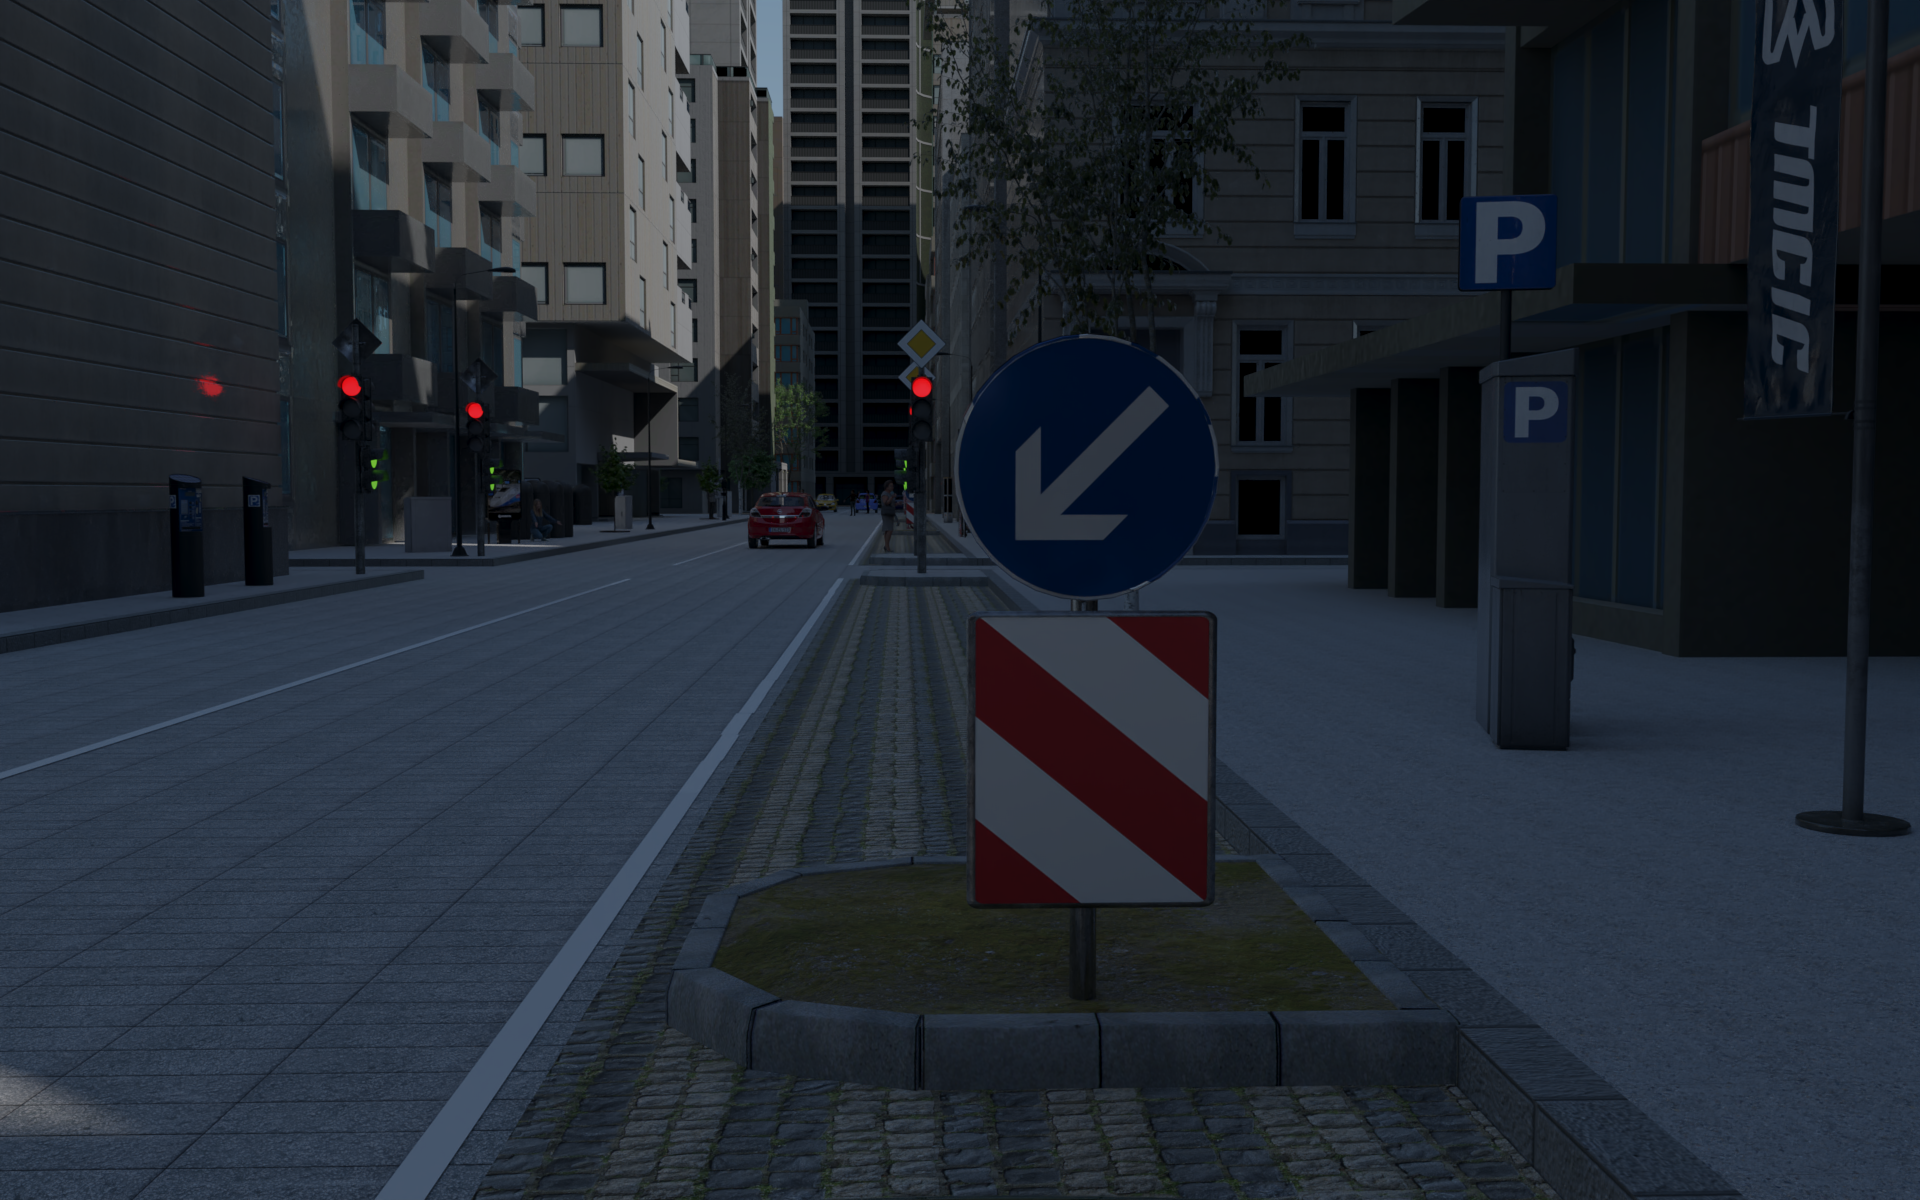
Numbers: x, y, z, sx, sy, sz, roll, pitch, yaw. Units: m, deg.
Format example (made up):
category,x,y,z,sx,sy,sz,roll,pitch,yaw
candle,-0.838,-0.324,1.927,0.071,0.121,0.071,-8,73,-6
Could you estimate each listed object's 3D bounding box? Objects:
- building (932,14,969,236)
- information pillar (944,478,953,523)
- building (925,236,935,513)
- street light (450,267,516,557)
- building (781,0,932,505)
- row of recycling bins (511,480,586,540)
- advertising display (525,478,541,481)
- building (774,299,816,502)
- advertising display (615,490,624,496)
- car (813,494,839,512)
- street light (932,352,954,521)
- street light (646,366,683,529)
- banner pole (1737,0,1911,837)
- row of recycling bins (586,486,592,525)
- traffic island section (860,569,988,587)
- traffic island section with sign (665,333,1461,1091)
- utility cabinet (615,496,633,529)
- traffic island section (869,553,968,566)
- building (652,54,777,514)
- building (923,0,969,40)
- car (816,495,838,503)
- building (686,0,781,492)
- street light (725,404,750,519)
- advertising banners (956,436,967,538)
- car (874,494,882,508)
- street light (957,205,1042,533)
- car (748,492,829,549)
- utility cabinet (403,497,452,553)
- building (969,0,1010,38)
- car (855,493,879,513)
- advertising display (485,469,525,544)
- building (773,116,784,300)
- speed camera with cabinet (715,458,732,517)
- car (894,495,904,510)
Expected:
category,x,y,z,sx,sy,sz,roll,pitch,yaw
building,4.539,-28.651,152.031,14.154,41.232,14.086,0,4,-2
information pillar,-0.528,-4.454,77.313,0.304,2.012,0.304,-3,4,-38
building,11.401,-17.503,131.215,27.650,21.520,28.899,0,4,-2
street light,-9.769,-3.852,35.516,1.470,5.913,1.316,0,4,-2
building,-9.810,-46.767,202.899,20.611,71.187,20.563,0,4,-2
row of recycling bins,-12.135,-2.629,50.096,1.069,1.692,3.534,1,4,11
advertising display,-17.147,-3.890,68.809,0.974,1.923,0.123,0,4,-5
building,-29.634,-20.050,172.864,28.899,21.520,27.650,0,4,-2
advertising display,-13.314,-3.824,67.736,0.123,1.923,0.974,0,4,5
car,-10.561,-7.722,136.475,2.015,1.641,3.980,0,4,-2
street light,-0.162,-5.148,56.706,1.470,5.913,1.316,0,4,-2
street light,-10.704,-5.515,62.718,1.470,5.913,1.316,0,4,-2
banner pole,3.366,-1.025,6.775,0.401,3.779,0.863,-1,4,-18
row of recycling bins,-16.982,-3.935,71.448,3.534,1.692,1.069,-1,4,-15
traffic island section,-0.596,-0.354,28.077,2.009,0.180,2.903,0,4,-2
traffic island section with sign,0.186,0.217,5.083,1.989,1.847,2.006,0,4,-2
utility cabinet,-12.395,-3.217,63.759,0.306,1.237,1.020,-2,4,-34
traffic island section,-0.868,-0.843,36.057,2.009,0.180,2.903,0,4,-2
building,-20.095,-21.145,117.420,14.160,30.474,14.107,0,4,-2
building,10.870,-35.704,172.991,28.713,52.752,27.495,0,4,-2
car,-12.220,-9.159,159.532,2.009,1.686,4.222,0,4,-1
building,-24.055,-42.523,133.500,20.563,71.187,20.611,0,4,-2
street light,-11.587,-7.170,89.763,1.470,5.913,1.316,0,4,-2
advertising banners,0.036,-3.410,51.938,0.090,3.025,2.074,0,4,-8
car,-7.535,-8.972,156.474,2.009,1.686,4.222,0,4,-2
street light,0.750,-3.392,27.996,1.470,5.913,1.316,0,4,-2
car,-4.680,-2.323,47.018,2.155,1.783,4.494,0,4,0
utility cabinet,-11.761,-1.659,38.285,0.306,1.237,1.020,3,5,41
building,6.694,-14.957,62.576,12.078,24.808,19.932,0,4,-2
car,-7.070,-7.435,131.158,1.945,1.707,3.694,0,4,-3
advertising display,-11.746,-2.407,44.574,0.974,1.923,0.123,-3,5,-42
building,-27.129,-33.686,200.873,14.200,45.320,14.600,0,4,-2
speed camera with cabinet,-13.262,-6.217,95.978,0.660,3.252,2.038,1,4,12
car,-4.459,-7.433,134.108,1.945,1.354,3.894,0,4,-1
